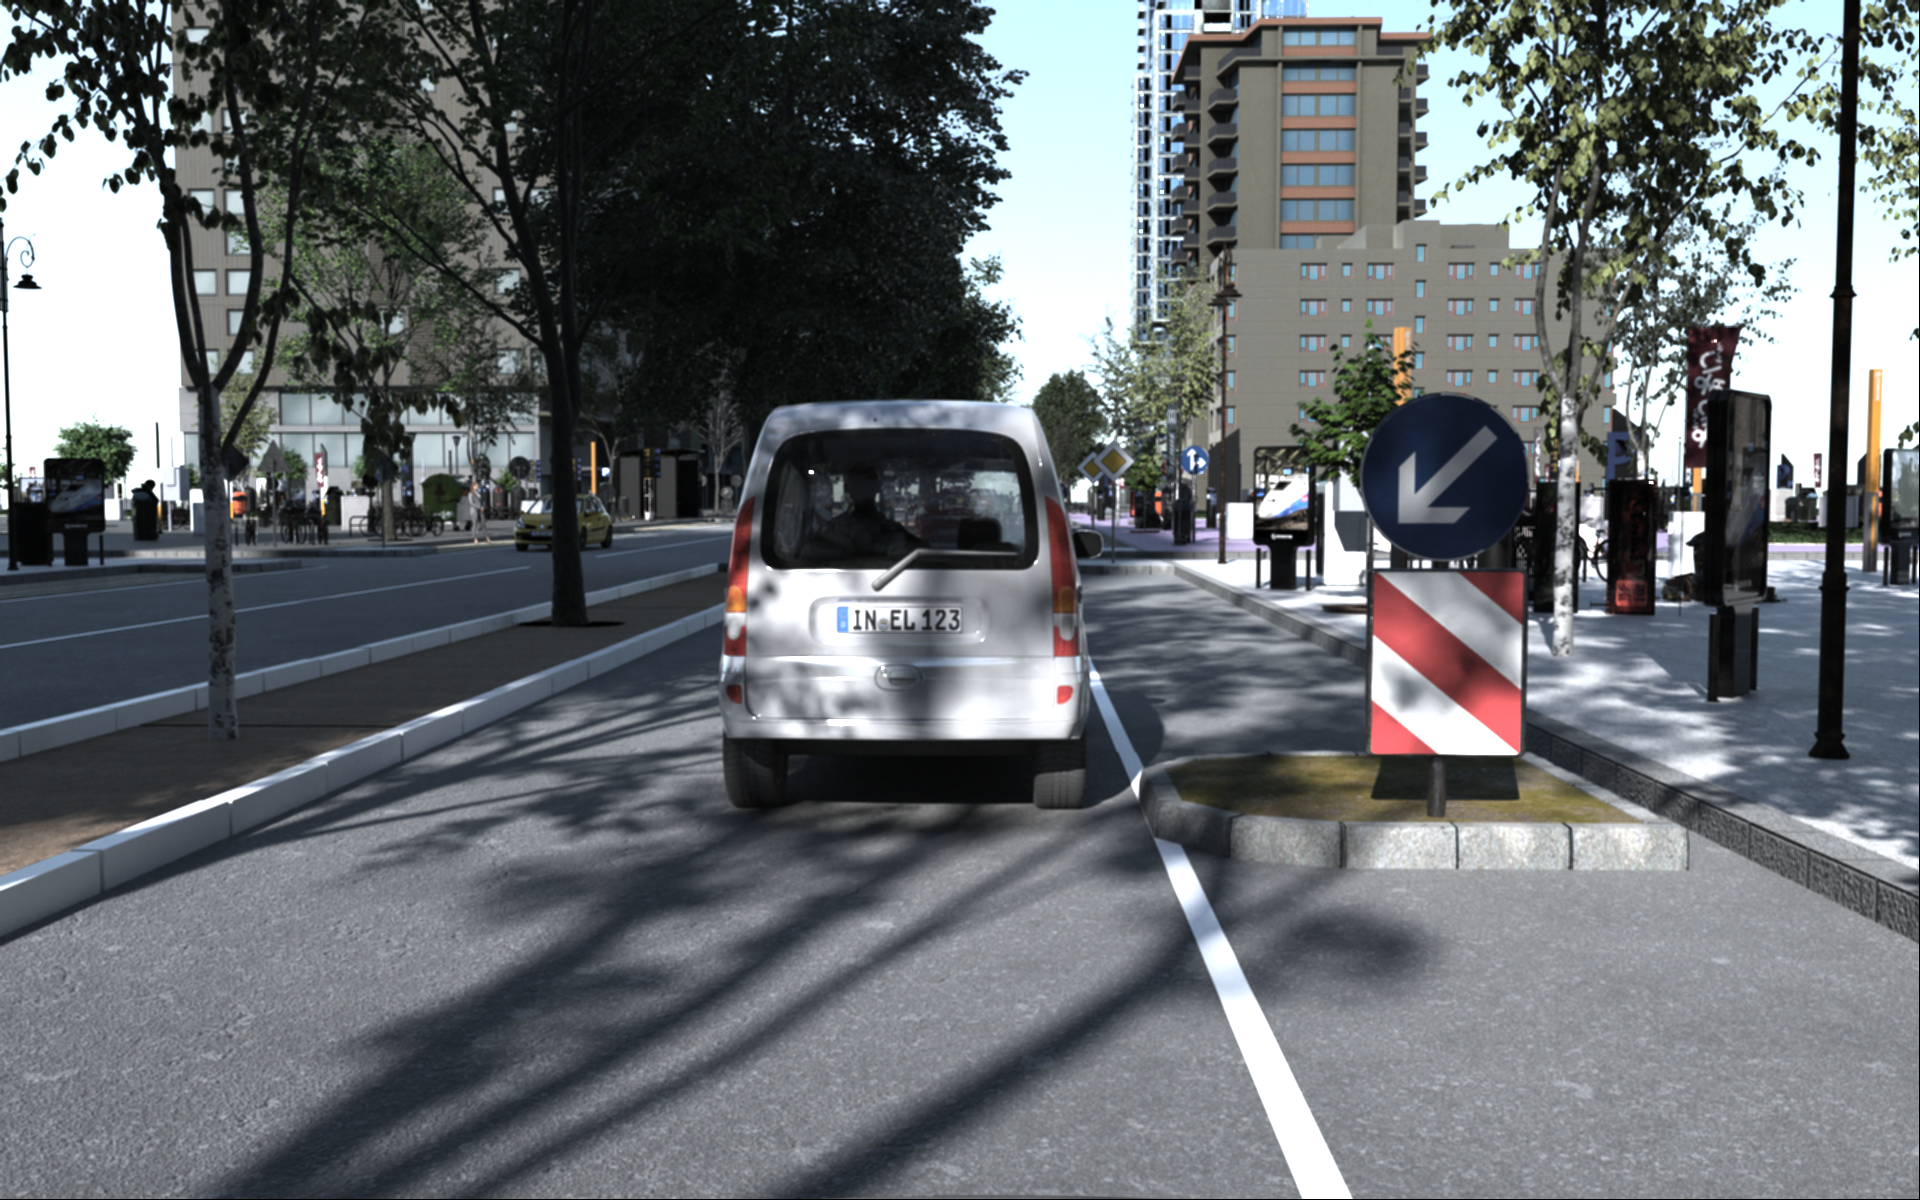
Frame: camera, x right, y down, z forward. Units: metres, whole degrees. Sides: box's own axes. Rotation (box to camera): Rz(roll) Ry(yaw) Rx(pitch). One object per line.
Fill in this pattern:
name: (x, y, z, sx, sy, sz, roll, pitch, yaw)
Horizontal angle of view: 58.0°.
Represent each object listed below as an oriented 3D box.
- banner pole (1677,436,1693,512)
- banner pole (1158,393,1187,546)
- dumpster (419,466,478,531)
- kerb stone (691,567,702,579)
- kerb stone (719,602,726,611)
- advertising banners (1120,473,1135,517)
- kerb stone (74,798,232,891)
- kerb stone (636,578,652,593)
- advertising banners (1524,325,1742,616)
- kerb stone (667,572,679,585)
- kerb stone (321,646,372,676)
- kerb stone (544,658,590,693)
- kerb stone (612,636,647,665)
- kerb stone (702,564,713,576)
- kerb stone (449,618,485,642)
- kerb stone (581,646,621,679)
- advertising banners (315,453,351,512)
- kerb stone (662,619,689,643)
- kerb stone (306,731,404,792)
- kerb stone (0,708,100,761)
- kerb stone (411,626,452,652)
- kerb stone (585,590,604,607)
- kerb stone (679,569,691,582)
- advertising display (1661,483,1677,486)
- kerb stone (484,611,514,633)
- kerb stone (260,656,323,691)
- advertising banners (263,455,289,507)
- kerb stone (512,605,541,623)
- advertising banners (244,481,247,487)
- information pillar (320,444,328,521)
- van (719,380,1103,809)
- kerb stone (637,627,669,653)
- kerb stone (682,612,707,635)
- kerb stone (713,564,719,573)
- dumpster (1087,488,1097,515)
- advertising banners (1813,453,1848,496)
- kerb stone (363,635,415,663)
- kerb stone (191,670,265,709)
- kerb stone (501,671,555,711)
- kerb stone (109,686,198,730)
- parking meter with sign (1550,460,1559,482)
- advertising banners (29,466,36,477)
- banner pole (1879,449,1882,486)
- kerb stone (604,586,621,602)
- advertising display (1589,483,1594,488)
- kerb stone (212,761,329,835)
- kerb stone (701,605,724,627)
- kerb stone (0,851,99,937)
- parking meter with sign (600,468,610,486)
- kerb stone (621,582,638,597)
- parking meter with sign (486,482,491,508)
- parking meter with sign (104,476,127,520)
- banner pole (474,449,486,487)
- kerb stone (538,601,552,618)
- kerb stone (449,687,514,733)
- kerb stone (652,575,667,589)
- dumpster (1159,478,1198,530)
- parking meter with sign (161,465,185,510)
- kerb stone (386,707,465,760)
banner pole: (31.399, -5.201, 75.050, 0.863, 3.779, 0.401, 3, 4, 36)
banner pole: (5.318, -3.232, 42.861, 0.401, 3.779, 0.863, 3, 4, 39)
dumpster: (-17.758, -3.525, 60.127, 1.502, 2.255, 1.985, 0, 4, 2)
kerb stone: (-4.561, -0.437, 29.380, 0.120, 0.150, 1.000, 0, 4, 2)
kerb stone: (-2.744, 0.130, 20.063, 0.120, 0.150, 1.000, 0, 4, 2)
advertising banners: (9.725, -6.115, 96.166, 2.074, 3.025, 0.090, 1, 4, 20)
kerb stone: (-3.133, 0.945, 6.750, 0.120, 0.150, 1.000, 0, 4, 2)
kerb stone: (-4.693, -0.189, 25.289, 0.120, 0.150, 1.000, 0, 4, 2)
advertising banners: (7.104, -1.355, 18.343, 2.074, 3.025, 0.090, 1, 4, 23)
kerb stone: (-4.625, -0.314, 27.336, 0.120, 0.150, 1.000, 0, 4, 2)
kerb stone: (-5.020, 0.510, 13.998, 0.120, 0.150, 1.000, 0, 4, 2)
kerb stone: (-2.955, 0.570, 12.886, 0.120, 0.150, 1.000, 0, 4, 2)
kerb stone: (-2.888, 0.446, 14.935, 0.120, 0.150, 1.000, 0, 4, 2)
kerb stone: (-4.528, -0.501, 30.401, 0.120, 0.150, 1.000, 0, 4, 2)
kerb stone: (-4.922, 0.313, 17.080, 0.120, 0.150, 1.000, 0, 4, 2)
kerb stone: (-2.914, 0.509, 13.913, 0.120, 0.150, 1.000, 0, 4, 2)
advertising banners: (-26.454, -4.702, 73.063, 2.074, 3.025, 0.090, 2, 4, 28)
kerb stone: (-2.834, 0.324, 16.987, 0.120, 0.150, 1.000, 0, 4, 2)
kerb stone: (-3.075, 0.819, 8.798, 0.120, 0.150, 1.000, 0, 4, 2)
kerb stone: (-5.139, 0.752, 9.895, 0.120, 0.150, 1.000, 0, 4, 2)
kerb stone: (-4.957, 0.377, 16.052, 0.120, 0.150, 1.000, 0, 4, 2)
kerb stone: (-4.776, -0.001, 22.211, 0.120, 0.150, 1.000, 0, 4, 2)
kerb stone: (-4.592, -0.377, 28.358, 0.120, 0.150, 1.000, 0, 4, 2)
advertising display: (42.362, -6.011, 103.497, 0.123, 1.923, 0.974, -3, 4, -36)
kerb stone: (-4.894, 0.252, 18.107, 0.120, 0.150, 1.000, 0, 4, 2)
kerb stone: (-5.051, 0.564, 12.975, 0.120, 0.150, 1.000, 0, 4, 2)
advertising banners: (-30.727, -4.996, 77.877, 0.090, 3.025, 2.074, 1, 4, 9)
kerb stone: (-4.857, 0.188, 19.129, 0.120, 0.150, 1.000, 0, 4, 2)
advertising banners: (-47.960, -7.274, 115.114, 2.074, 3.025, 0.090, 2, 4, 30)
information pillar: (-29.471, -5.440, 80.298, 0.504, 3.616, 0.183, 3, 5, 44)
van: (-0.209, -0.138, 9.269, 2.013, 2.044, 4.112, 0, 4, 1)
kerb stone: (-2.859, 0.382, 15.957, 0.120, 0.150, 1.000, 0, 4, 2)
kerb stone: (-2.802, 0.256, 18.016, 0.120, 0.150, 1.000, 0, 4, 2)
kerb stone: (-4.498, -0.564, 31.424, 0.120, 0.150, 1.000, 0, 4, 2)
dumpster: (8.305, -6.038, 104.482, 1.264, 1.857, 1.865, 0, 4, 2)
advertising banners: (36.733, -4.708, 73.155, 0.090, 3.025, 2.074, -1, 4, -13)
kerb stone: (-4.982, 0.439, 15.024, 0.120, 0.150, 1.000, 0, 4, 2)
kerb stone: (-5.082, 0.627, 11.939, 0.120, 0.150, 1.000, 0, 4, 2)
kerb stone: (-2.987, 0.632, 11.864, 0.120, 0.150, 1.000, 0, 4, 2)
kerb stone: (-5.115, 0.690, 10.917, 0.120, 0.150, 1.000, 0, 4, 2)
parking meter with sign: (30.480, -5.654, 88.701, 0.543, 3.016, 1.738, 1, 4, 13)
advertising banners: (-57.735, -6.906, 109.097, 2.074, 3.025, 0.090, 1, 4, 13)
banner pole: (50.940, -6.480, 95.961, 0.401, 3.779, 0.863, 1, 4, 19)
kerb stone: (-4.750, -0.058, 23.234, 0.120, 0.150, 1.000, 0, 4, 2)
advertising display: (37.211, -5.926, 102.100, 0.123, 1.923, 0.974, 1, 4, 12)
kerb stone: (-3.099, 0.886, 7.772, 0.120, 0.150, 1.000, 0, 4, 2)
kerb stone: (-2.764, 0.193, 19.038, 0.120, 0.150, 1.000, 0, 4, 2)
kerb stone: (-3.162, 1.008, 5.720, 0.120, 0.150, 1.000, 0, 4, 2)
parking meter with sign: (-23.504, -7.217, 114.252, 0.543, 3.016, 1.738, 0, 4, -1)
kerb stone: (-4.715, -0.122, 24.260, 0.120, 0.150, 1.000, 0, 4, 2)
parking meter with sign: (-29.295, -6.758, 106.753, 0.543, 3.016, 1.738, -2, 4, -30)
parking meter with sign: (-42.393, -5.491, 86.043, 1.738, 3.016, 0.543, -2, 4, -29)
banner pole: (-26.513, -6.459, 95.623, 0.863, 3.779, 0.401, 1, 4, 18)
kerb stone: (-4.841, 0.125, 20.158, 0.120, 0.150, 1.000, 0, 4, 2)
kerb stone: (-3.011, 0.695, 10.842, 0.120, 0.150, 1.000, 0, 4, 2)
kerb stone: (-4.653, -0.252, 26.311, 0.120, 0.150, 1.000, 0, 4, 2)
dumpster: (7.862, -3.454, 62.233, 1.264, 1.857, 1.865, 0, 4, 2)
parking meter with sign: (-47.149, -6.542, 103.218, 1.738, 3.016, 0.543, 0, 4, -3)
kerb stone: (-3.040, 0.757, 9.820, 0.120, 0.150, 1.000, 0, 4, 2)
